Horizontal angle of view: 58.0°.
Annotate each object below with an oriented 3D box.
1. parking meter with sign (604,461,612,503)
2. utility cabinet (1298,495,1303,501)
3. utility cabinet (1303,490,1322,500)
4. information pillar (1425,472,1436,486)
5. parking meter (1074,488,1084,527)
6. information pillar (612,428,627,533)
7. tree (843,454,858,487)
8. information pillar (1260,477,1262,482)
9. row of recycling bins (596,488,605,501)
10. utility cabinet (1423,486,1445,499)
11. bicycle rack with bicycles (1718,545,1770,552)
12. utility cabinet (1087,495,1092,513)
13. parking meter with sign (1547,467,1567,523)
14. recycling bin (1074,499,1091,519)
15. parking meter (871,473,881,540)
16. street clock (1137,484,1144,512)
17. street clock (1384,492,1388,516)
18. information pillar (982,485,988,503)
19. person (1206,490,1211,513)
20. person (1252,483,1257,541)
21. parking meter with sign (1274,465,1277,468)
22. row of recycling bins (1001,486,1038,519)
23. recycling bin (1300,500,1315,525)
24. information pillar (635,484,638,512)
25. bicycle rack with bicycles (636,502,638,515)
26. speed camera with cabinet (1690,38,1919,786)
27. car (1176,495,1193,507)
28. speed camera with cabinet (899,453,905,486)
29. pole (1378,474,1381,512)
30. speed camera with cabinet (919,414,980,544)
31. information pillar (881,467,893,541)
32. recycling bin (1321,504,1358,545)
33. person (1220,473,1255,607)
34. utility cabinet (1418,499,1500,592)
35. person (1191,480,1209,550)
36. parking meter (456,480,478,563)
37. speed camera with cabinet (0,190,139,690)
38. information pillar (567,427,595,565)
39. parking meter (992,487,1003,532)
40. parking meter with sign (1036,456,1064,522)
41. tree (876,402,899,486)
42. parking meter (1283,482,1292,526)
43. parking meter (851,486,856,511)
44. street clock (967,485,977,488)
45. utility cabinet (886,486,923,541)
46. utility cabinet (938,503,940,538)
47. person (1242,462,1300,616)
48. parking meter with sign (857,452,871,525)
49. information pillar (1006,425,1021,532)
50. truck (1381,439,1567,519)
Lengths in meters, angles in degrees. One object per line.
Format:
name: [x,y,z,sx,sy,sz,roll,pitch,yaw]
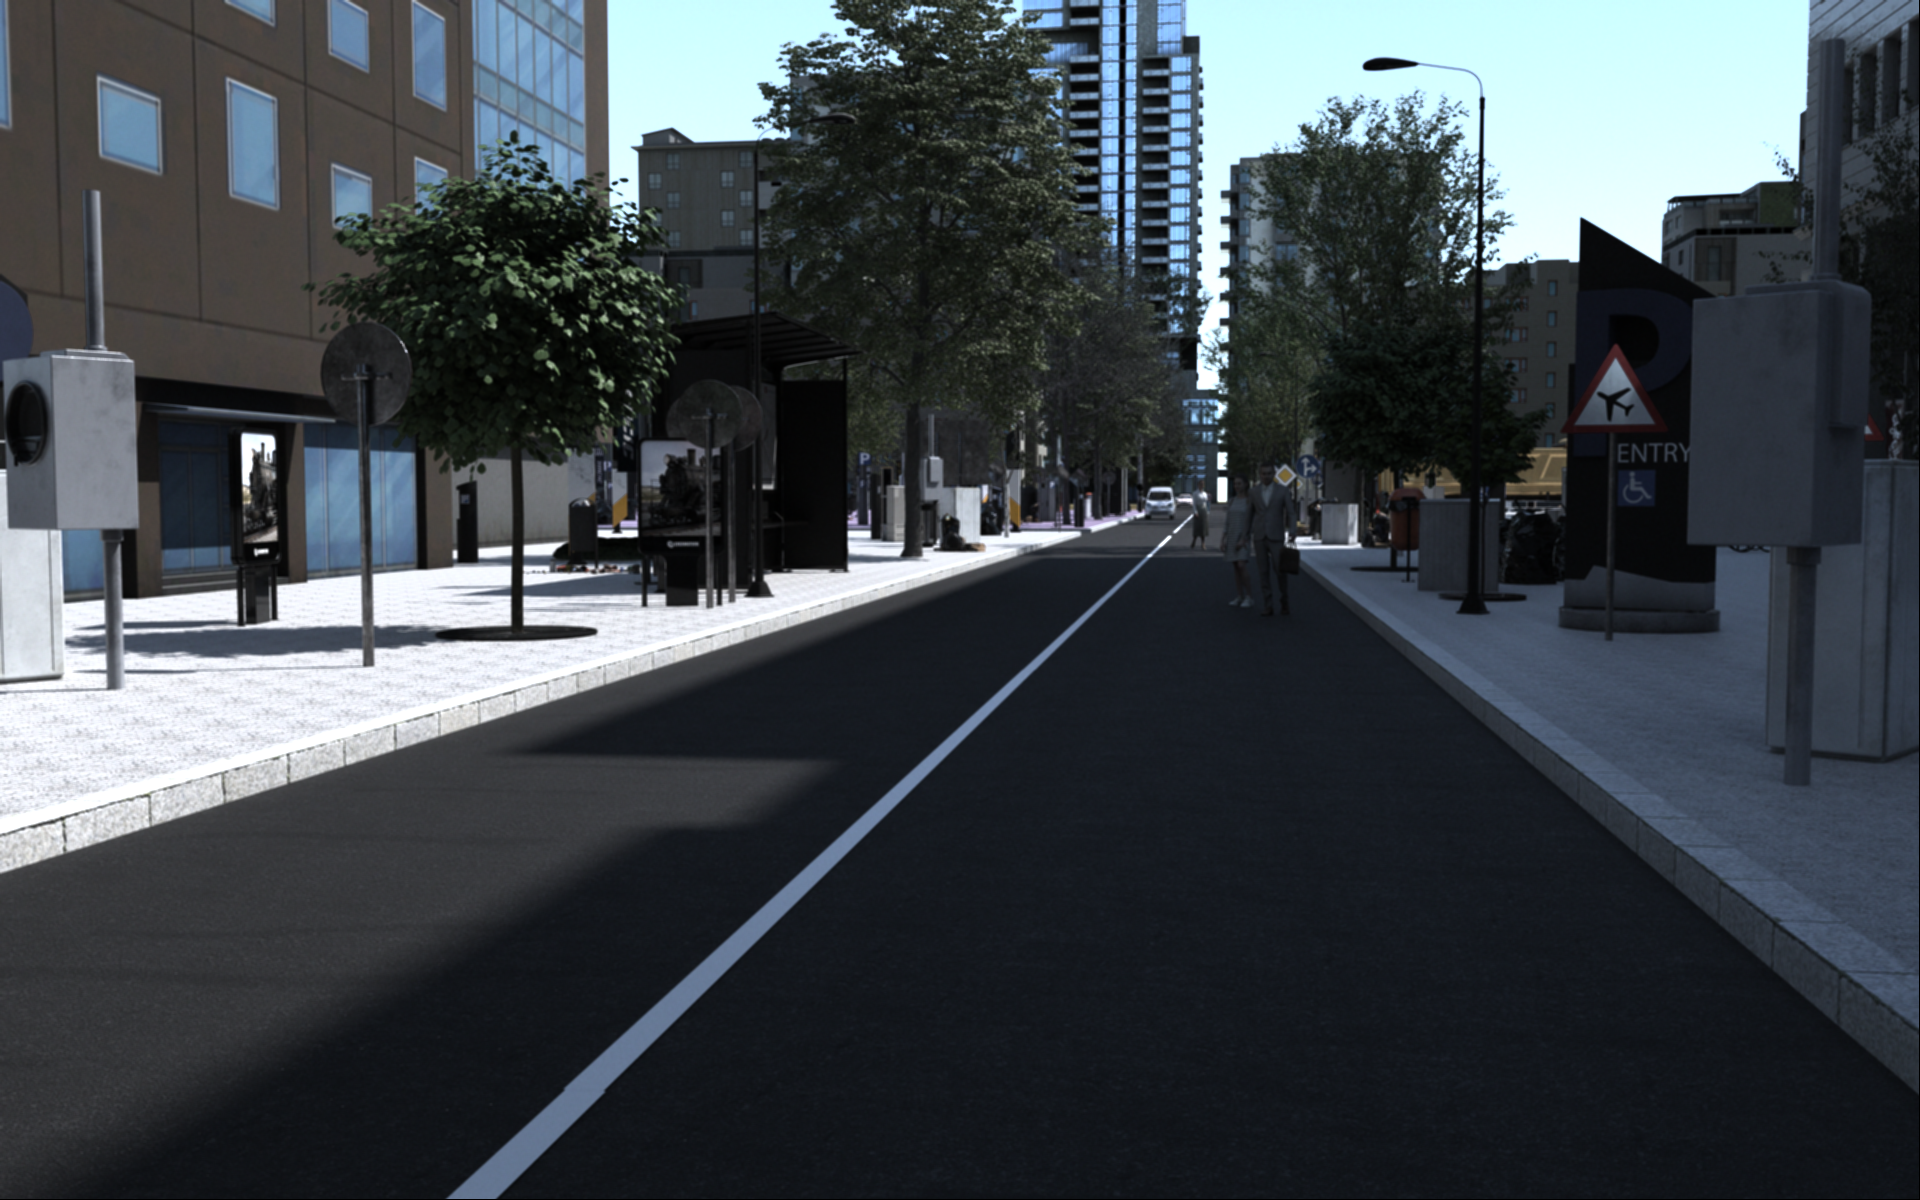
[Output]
parking meter with sign: [-18.231,-5.732,89.975,0.543,3.016,1.738,-1,4,-17]
utility cabinet: [26.589,-7.681,136.751,1.020,1.237,0.306,0,4,-8]
utility cabinet: [17.636,-4.770,86.675,0.318,1.500,1.173,-2,4,-25]
information pillar: [15.496,-3.216,57.079,0.304,2.012,0.304,0,4,-2]
parking meter: [4.608,-3.575,66.870,0.372,1.533,0.369,0,3,0]
information pillar: [-11.134,-3.988,56.564,0.504,3.616,0.183,-1,4,-14]
tree: [-9.604,-11.581,139.716,4.360,8.622,3.978,0,3,0]
information pillar: [21.399,-7.993,122.046,0.504,3.616,0.183,0,4,-3]
row of recycling bins: [-23.741,-6.303,110.168,3.534,1.692,1.069,1,4,19]
utility cabinet: [12.737,-2.317,46.566,0.318,1.500,1.173,0,4,1]
bicycle rack with bicycles: [18.015,-1.543,38.606,2.852,0.926,2.925,-3,5,-44]
utility cabinet: [9.262,-6.684,120.450,0.306,1.237,1.020,-2,4,-31]
parking meter with sign: [17.478,-3.234,49.139,0.543,3.016,1.738,-2,4,-32]
recycling bin: [6.402,-4.781,90.725,0.722,1.027,0.722,1,4,22]
parking meter: [-2.296,-2.641,48.894,0.399,1.863,0.255,-2,4,-32]
street clock: [12.672,-7.164,121.703,0.358,2.002,0.471,-3,4,-38]
street clock: [24.870,-5.894,100.944,0.358,2.002,0.471,0,4,-2]
information pillar: [1.377,-6.441,96.671,0.183,3.616,0.504,3,4,39]
person: [18.509,-7.335,129.269,0.563,1.720,0.643,3,5,43]
person: [9.039,-2.692,52.850,0.599,1.781,0.374,-2,4,-30]
parking meter with sign: [18.827,-6.577,103.795,0.543,3.016,1.738,0,4,4]
row of recycling bins: [3.169,-4.769,85.086,1.069,1.692,3.534,-3,5,-41]
recycling bin: [14.765,-3.690,72.883,0.722,1.027,0.722,0,4,-5]
information pillar: [-23.543,-7.463,126.519,0.304,2.012,0.304,-1,4,-9]
bicycle rack with bicycles: [-17.597,-5.291,99.893,2.925,0.926,2.852,3,5,45]
speed camera with cabinet: [4.148,-0.853,8.279,0.660,3.252,2.038,3,5,44]
car: [25.448,-11.214,195.709,2.083,1.381,4.827,1,4,10]
speed camera with cabinet: [-2.381,-5.372,82.172,0.660,3.252,2.038,-1,4,-14]
pole: [25.888,-6.912,106.856,0.158,3.312,0.155,0,3,0]
speed camera with cabinet: [-0.372,-3.019,43.700,0.660,3.252,2.038,3,5,44]
information pillar: [-2.012,-2.637,47.600,0.304,2.012,0.304,-1,4,-9]
recycling bin: [9.659,-1.927,44.056,0.722,1.027,0.722,2,4,34]
person: [3.596,-0.775,22.174,0.512,1.701,0.522,3,5,44]
utility cabinet: [6.598,-0.718,22.908,1.020,1.237,0.306,1,4,18]
person: [6.156,-2.198,44.658,0.478,1.798,0.641,-1,4,-16]
parking meter: [-9.162,-1.455,32.200,0.372,1.533,0.369,0,3,0]
speed camera with cabinet: [-6.321,-1.059,11.654,2.038,3.252,0.660,3,4,37]
information pillar: [-6.848,-2.440,31.251,0.504,3.616,0.183,0,4,-6]
parking meter: [1.249,-3.046,58.207,0.372,1.533,0.369,0,3,0]
parking meter with sign: [4.085,-5.136,80.240,0.543,3.016,1.738,-2,4,-34]
tree: [-4.234,-10.644,124.397,4.360,8.622,3.978,0,3,0]
parking meter: [13.011,-3.870,68.993,0.399,1.863,0.255,-3,5,-45]
parking meter: [-7.918,-7.512,128.538,0.255,1.863,0.399,-3,4,-38]
street clock: [0.601,-5.045,87.060,0.471,2.002,0.358,3,4,37]
utility cabinet: [-1.451,-2.318,46.585,0.318,1.500,1.173,3,5,43]
utility cabinet: [-0.766,-2.402,50.429,1.020,1.237,0.306,1,4,17]
person: [3.674,-0.725,20.468,0.709,1.813,0.853,1,4,19]
parking meter with sign: [-4.054,-4.664,72.512,0.543,3.016,1.738,0,4,-8]
information pillar: [1.787,-4.076,57.992,0.504,3.616,0.183,1,4,18]
truck: [19.631,-3.896,59.631,9.791,3.379,3.469,1,4,8]
